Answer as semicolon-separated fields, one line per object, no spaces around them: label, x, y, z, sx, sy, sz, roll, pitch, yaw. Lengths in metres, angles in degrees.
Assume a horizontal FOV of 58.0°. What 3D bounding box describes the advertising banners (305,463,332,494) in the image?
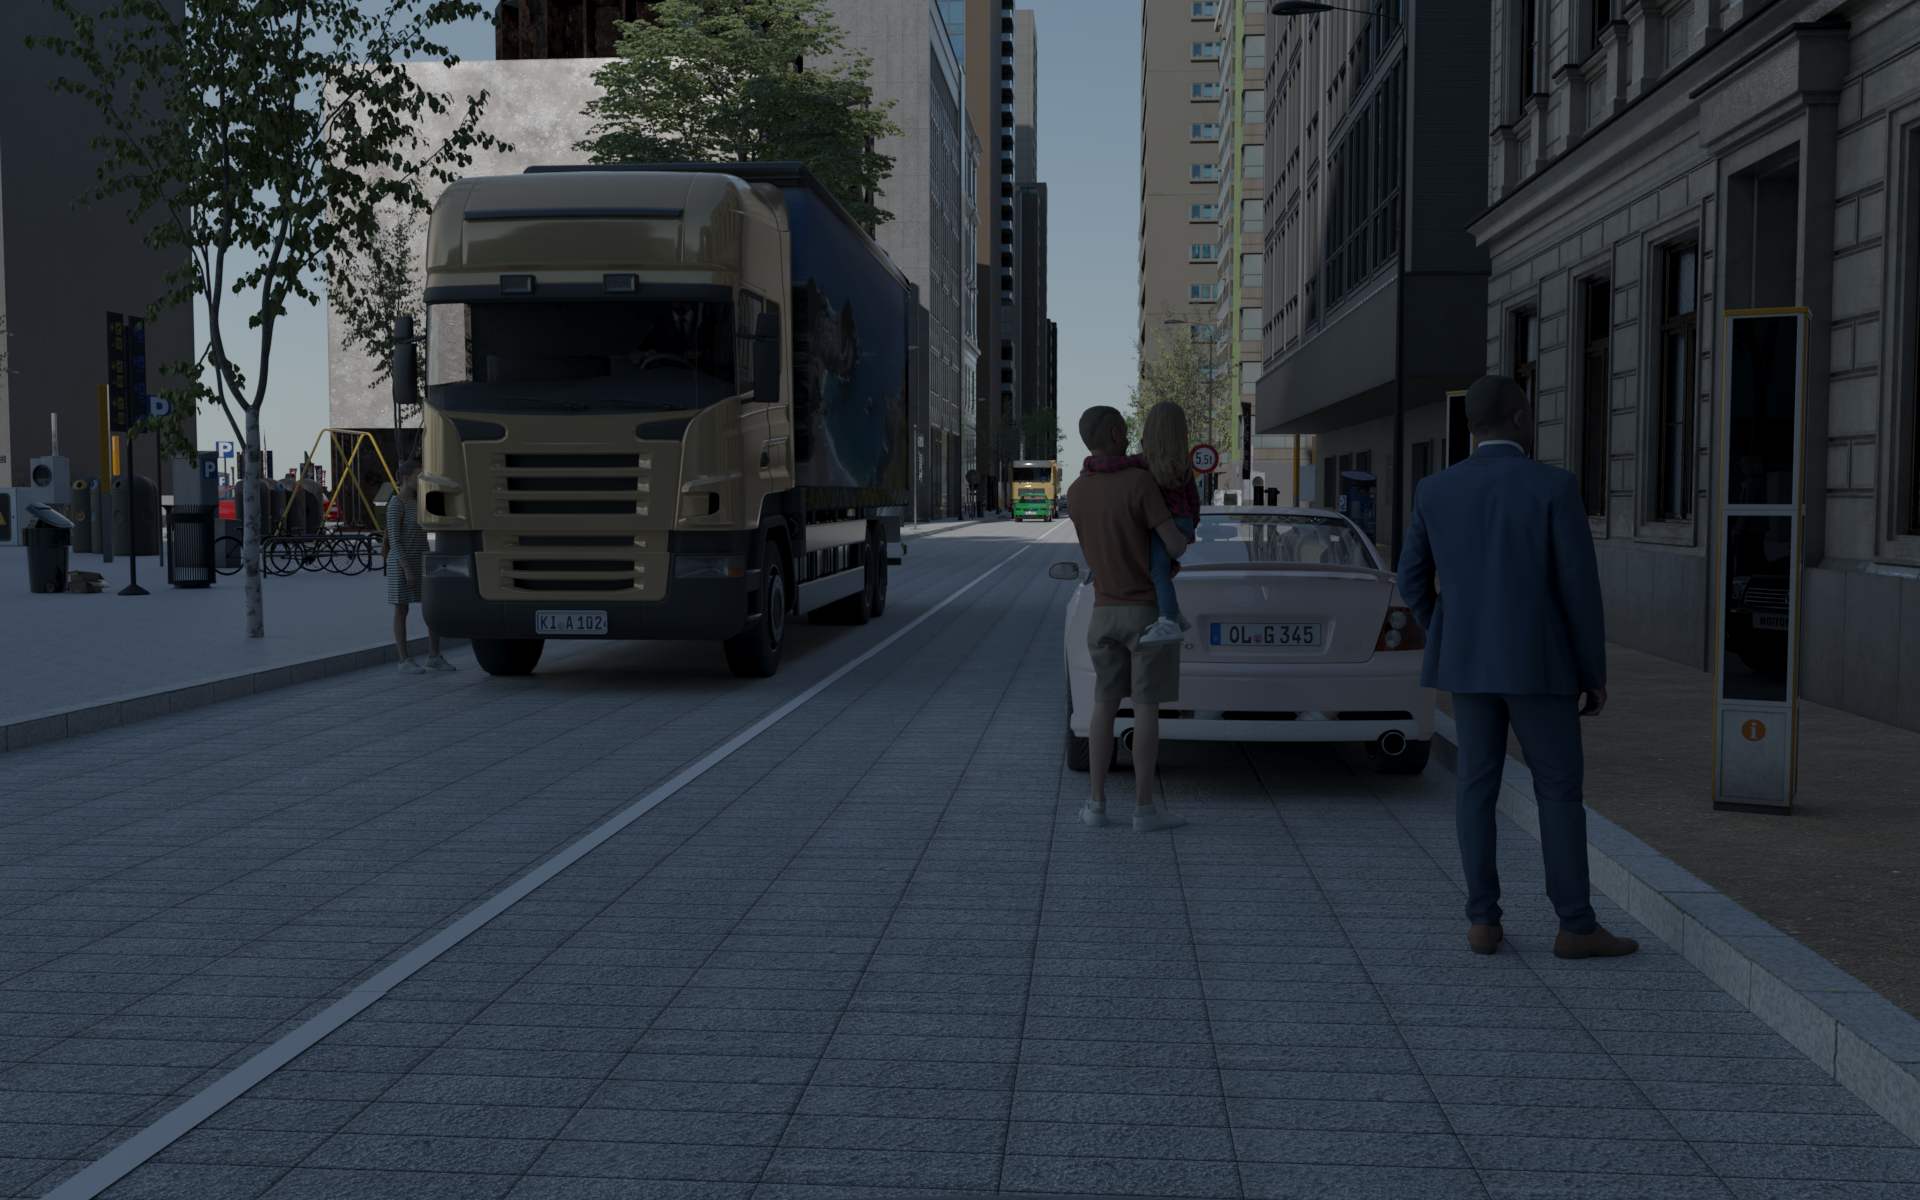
advertising banners;-35.644;-6.174;97.129;2.074;3.025;0.090;-2;4;-35

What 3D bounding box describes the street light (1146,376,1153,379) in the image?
street light;8.029;-5.865;68.435;1.470;5.913;1.316;0;4;5

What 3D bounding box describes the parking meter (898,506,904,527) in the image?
parking meter;-2.335;-3.561;66.640;0.372;1.533;0.369;0;3;0

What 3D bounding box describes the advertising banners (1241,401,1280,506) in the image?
advertising banners;5.806;-2.287;33.574;0.090;3.025;2.074;2;4;31

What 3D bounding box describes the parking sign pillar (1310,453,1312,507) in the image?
parking sign pillar;16.625;-5.529;78.878;1.447;3.967;1.447;3;4;38

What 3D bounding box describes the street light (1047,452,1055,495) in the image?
street light;9.418;-13.358;190.937;1.470;5.913;1.316;0;4;5

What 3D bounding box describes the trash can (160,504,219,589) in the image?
trash can;-10.483;-0.732;23.615;0.748;1.137;0.748;0;3;0

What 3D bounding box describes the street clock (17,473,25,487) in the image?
street clock;-32.237;-3.359;59.490;0.358;2.002;0.471;-2;4;-28

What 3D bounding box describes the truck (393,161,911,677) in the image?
truck;-2.325;-1.719;17.012;2.839;4.237;11.283;0;4;5

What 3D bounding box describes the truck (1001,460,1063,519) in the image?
truck;4.400;-6.458;101.514;3.469;3.379;9.791;0;4;5

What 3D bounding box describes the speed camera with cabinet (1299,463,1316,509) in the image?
speed camera with cabinet;11.347;-3.667;54.291;0.660;3.252;2.038;3;4;38

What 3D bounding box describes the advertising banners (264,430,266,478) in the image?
advertising banners;-19.129;-3.154;47.757;0.090;3.025;2.074;-1;4;-20

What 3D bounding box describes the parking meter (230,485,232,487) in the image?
parking meter;-48.442;-6.672;114.798;0.399;1.863;0.255;1;4;22

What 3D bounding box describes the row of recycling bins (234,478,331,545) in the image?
row of recycling bins;-17.654;-2.310;44.878;1.069;1.692;3.534;0;4;8

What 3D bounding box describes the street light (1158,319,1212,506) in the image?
street light;6.114;-4.499;46.093;1.470;5.913;1.316;0;4;5

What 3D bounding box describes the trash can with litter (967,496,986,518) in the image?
trash can with litter;0.902;-5.060;94.123;1.055;1.170;0.624;0;4;-2

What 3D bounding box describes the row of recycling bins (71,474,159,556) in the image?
row of recycling bins;-18.061;-1.832;37.058;1.069;1.692;3.534;-3;5;-43

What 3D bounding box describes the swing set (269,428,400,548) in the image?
swing set;-15.075;-2.749;42.564;2.862;2.851;3.119;0;4;0

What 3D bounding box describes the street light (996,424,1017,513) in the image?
street light;3.030;-8.658;114.094;1.470;5.913;1.316;0;4;5

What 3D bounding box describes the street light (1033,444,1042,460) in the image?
street light;6.973;-11.532;161.081;1.470;5.913;1.316;0;4;5

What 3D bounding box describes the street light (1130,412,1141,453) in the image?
street light;10.547;-7.707;98.543;1.470;5.913;1.316;0;4;5

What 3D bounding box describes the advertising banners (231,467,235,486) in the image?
advertising banners;-46.301;-7.026;111.061;0.090;3.025;2.074;0;4;0

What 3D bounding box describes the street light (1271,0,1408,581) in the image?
street light;3.627;-2.684;16.424;1.470;5.913;1.316;0;4;5

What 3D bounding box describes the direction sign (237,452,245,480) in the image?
direction sign;-38.273;-6.131;92.244;0.876;3.537;0.379;3;5;42

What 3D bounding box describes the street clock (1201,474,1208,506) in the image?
street clock;8.197;-3.247;57.655;0.358;2.002;0.471;0;4;-3

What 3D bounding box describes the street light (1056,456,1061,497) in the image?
street light;11.387;-14.757;213.812;1.470;5.913;1.316;0;4;5

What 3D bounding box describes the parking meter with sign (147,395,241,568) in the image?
parking meter with sign;-13.376;-2.081;30.289;1.738;3.016;0.543;1;4;22

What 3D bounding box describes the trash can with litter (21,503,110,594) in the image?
trash can with litter;-11.617;-0.682;22.537;1.055;1.170;0.624;0;4;7

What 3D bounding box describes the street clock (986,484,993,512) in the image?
street clock;2.122;-7.250;123.113;0.471;2.002;0.358;0;4;6

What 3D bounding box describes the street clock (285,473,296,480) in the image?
street clock;-23.316;-3.411;60.333;0.358;2.002;0.471;0;4;-3

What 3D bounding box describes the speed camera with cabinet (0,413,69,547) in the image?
speed camera with cabinet;-22.861;-2.941;42.417;2.038;3.252;0.660;1;4;14

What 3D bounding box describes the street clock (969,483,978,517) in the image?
street clock;0.744;-5.607;96.237;0.471;2.002;0.358;-1;4;-15

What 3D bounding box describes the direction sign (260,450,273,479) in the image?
direction sign;-36.075;-5.993;89.989;0.876;3.537;0.379;1;4;11

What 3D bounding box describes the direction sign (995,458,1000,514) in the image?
direction sign;2.380;-7.165;109.137;0.379;3.537;0.876;1;4;17

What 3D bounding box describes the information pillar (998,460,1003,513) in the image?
information pillar;2.774;-7.893;120.401;0.183;3.616;0.504;-2;4;-35

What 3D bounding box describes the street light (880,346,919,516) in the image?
street light;-1.972;-5.023;54.668;1.470;5.913;1.316;0;4;5

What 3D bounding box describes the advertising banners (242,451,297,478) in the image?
advertising banners;-26.558;-4.317;66.776;2.074;3.025;0.090;-1;4;-11

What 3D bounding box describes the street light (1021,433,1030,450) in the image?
street light;4.467;-9.710;131.305;1.470;5.913;1.316;0;4;5

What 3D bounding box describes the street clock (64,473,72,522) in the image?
street clock;-30.212;-3.306;58.620;0.358;2.002;0.471;-3;5;-43

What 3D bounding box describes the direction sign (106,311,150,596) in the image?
direction sign;-10.522;-1.832;21.949;0.379;3.537;0.876;0;4;2

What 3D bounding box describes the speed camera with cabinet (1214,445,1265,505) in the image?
speed camera with cabinet;11.269;-4.617;69.827;2.038;3.252;0.660;-1;4;-21

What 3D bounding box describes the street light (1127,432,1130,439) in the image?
street light;13.070;-9.566;128.947;1.470;5.913;1.316;0;4;5

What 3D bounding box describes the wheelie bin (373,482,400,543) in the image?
wheelie bin;-14.931;-2.295;45.429;0.980;1.594;0.693;3;4;37

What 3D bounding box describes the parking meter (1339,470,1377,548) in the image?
parking meter;4.087;-0.575;17.811;0.372;1.533;0.369;0;3;0

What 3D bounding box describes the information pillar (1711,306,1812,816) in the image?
information pillar;3.248;-0.155;7.021;0.304;2.012;0.304;2;4;29

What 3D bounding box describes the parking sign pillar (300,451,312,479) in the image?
parking sign pillar;-40.606;-7.289;107.649;1.447;3.967;1.447;-3;4;-36

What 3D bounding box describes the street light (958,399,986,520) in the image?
street light;0.567;-6.843;84.423;1.470;5.913;1.316;0;4;5

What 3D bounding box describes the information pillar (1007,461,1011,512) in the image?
information pillar;3.429;-7.953;121.387;0.183;3.616;0.504;2;4;26
